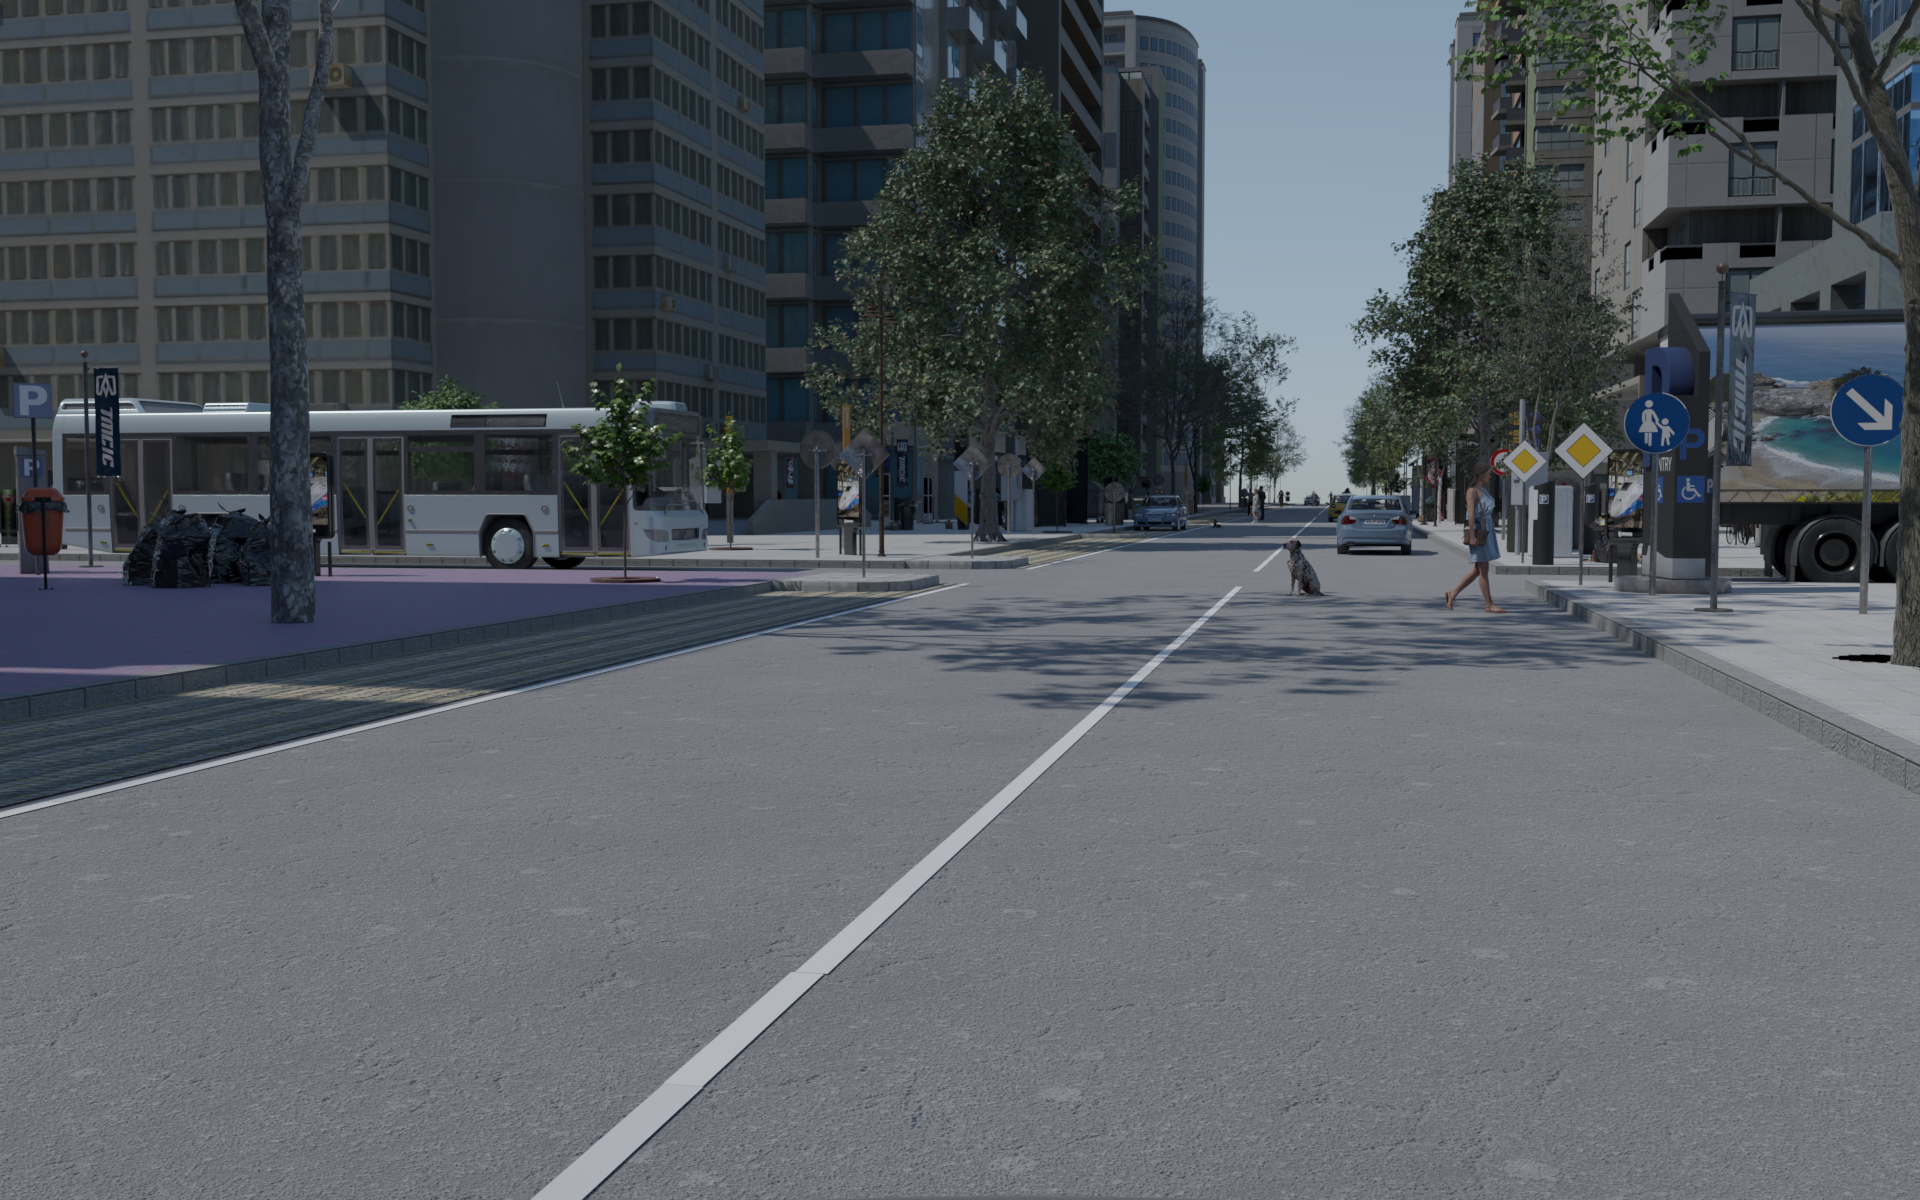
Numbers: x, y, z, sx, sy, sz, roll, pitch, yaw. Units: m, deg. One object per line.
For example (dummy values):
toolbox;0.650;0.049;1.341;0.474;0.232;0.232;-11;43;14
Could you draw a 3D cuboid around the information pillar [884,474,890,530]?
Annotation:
information pillar;-2.650;-3.516;61.973;0.304;2.012;0.304;0;4;-3

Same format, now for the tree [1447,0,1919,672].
tree;7.193;-5.326;12.842;9.928;11.665;9.643;0;3;0

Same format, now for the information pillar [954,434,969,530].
information pillar;0.046;-4.317;61.930;0.504;3.616;0.183;1;4;23

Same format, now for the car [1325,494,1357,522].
car;19.979;-4.867;89.801;2.015;1.641;3.980;1;4;11

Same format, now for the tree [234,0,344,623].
tree;-7.891;-9.787;15.908;12.611;20.169;13.585;0;3;0

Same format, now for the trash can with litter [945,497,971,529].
trash can with litter;-0.113;-3.178;63.342;1.055;1.170;0.624;0;4;1

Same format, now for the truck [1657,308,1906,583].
truck;16.912;-2.315;26.761;11.283;4.237;2.839;1;4;14

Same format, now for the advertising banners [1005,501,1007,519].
advertising banners;2.702;-5.669;88.873;0.090;3.025;2.074;-1;4;-19

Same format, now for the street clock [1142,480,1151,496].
street clock;9.260;-4.992;86.183;0.358;2.002;0.471;-2;4;-25

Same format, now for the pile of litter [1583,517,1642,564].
pile of litter;12.336;-1.138;32.575;1.176;0.858;1.719;1;4;8

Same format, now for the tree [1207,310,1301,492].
tree;29.509;-19.921;181.601;12.611;20.169;13.585;0;3;0

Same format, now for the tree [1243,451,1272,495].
tree;36.126;-15.988;211.769;4.737;8.622;4.395;0;3;0

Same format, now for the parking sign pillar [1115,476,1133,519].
parking sign pillar;8.501;-6.214;90.064;1.447;3.967;1.447;2;4;29

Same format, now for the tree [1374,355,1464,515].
tree;23.010;-8.252;85.280;4.737;8.622;4.395;0;3;0

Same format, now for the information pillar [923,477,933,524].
information pillar;-1.373;-4.238;73.785;0.304;2.012;0.304;2;4;35

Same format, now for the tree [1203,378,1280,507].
tree;27.723;-15.320;168.607;7.486;12.596;7.792;0;3;0

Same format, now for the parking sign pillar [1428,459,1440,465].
parking sign pillar;27.874;-6.958;102.240;1.447;3.967;1.447;0;4;-5

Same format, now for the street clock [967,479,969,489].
street clock;0.291;-4.696;81.349;0.358;2.002;0.471;0;4;3

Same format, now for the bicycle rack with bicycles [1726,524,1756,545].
bicycle rack with bicycles;19.740;-1.923;44.819;2.925;0.926;2.852;-3;5;-43

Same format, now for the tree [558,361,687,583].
tree;-4.962;-1.885;25.417;1.663;3.219;1.824;0;3;0

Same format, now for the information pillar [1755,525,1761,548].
information pillar;19.320;-2.269;41.588;0.304;2.012;0.304;0;4;7

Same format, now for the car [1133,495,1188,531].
car;7.940;-3.444;68.319;2.014;1.417;4.499;1;4;14

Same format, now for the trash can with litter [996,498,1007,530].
trash can with litter;1.980;-3.047;61.200;1.055;1.170;0.624;1;4;21

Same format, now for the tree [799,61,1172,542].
tree;0.774;-7.902;46.213;9.611;12.733;9.660;0;3;0

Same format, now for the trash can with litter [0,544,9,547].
trash can with litter;-23.719;-1.858;41.436;1.678;1.210;2.233;0;4;-6

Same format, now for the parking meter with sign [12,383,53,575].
parking meter with sign;-15.005;-1.943;28.022;0.543;3.016;1.738;-2;4;-30

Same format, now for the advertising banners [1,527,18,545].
advertising banners;-24.839;-2.919;43.912;2.074;3.025;0.090;0;4;2

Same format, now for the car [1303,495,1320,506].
car;42.445;-12.019;209.088;1.945;1.354;3.894;1;4;13

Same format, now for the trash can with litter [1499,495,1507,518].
trash can with litter;28.758;-4.924;91.566;1.678;1.210;2.233;-2;4;-33

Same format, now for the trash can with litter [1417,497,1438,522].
trash can with litter;21.333;-4.128;78.881;1.055;1.170;0.624;-3;5;-40

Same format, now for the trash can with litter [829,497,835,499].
trash can with litter;-5.604;-3.999;76.763;0.624;1.170;1.055;1;4;11

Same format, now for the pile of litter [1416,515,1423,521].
pile of litter;22.778;-4.290;84.098;1.719;0.858;1.176;-1;4;-19

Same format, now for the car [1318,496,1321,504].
car;49.287;-13.986;241.257;1.945;1.354;3.894;1;4;12

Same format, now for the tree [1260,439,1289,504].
tree;44.515;-18.027;245.109;4.360;8.622;3.978;0;3;0

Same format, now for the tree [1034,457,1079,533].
tree;3.097;-3.842;57.418;1.663;3.219;1.824;0;3;0

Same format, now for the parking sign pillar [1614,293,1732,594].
parking sign pillar;9.389;-2.095;22.719;1.447;3.967;1.447;0;4;5

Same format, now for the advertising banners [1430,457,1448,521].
advertising banners;22.794;-5.244;81.928;2.074;3.025;0.090;-3;5;-40

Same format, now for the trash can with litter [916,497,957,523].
trash can with litter;-1.111;-4.000;76.460;2.233;1.210;1.678;2;4;28

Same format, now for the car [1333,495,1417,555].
car;10.128;-1.852;42.283;2.014;1.417;4.499;1;4;14

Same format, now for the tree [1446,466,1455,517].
tree;26.805;-6.251;96.807;1.663;3.219;1.824;0;3;0

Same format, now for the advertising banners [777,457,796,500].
advertising banners;-8.320;-5.032;78.454;2.074;3.025;0.090;-2;4;-35

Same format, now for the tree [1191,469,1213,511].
tree;18.625;-8.490;133.414;1.663;3.219;1.824;0;3;0

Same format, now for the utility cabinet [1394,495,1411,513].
utility cabinet;26.510;-5.662;103.734;1.020;1.237;0.306;-2;4;-23

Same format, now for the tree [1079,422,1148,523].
tree;6.833;-5.796;78.481;4.285;4.588;4.351;0;3;0

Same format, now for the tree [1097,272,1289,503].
tree;11.892;-11.376;96.368;12.009;13.543;11.850;0;3;0

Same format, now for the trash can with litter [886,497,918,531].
trash can with litter;-2.045;-3.031;60.952;1.055;1.170;0.624;-2;4;-31

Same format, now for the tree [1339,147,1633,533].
tree;17.533;-8.587;57.413;9.611;12.733;9.660;0;3;0

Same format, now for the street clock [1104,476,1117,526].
street clock;6.085;-4.009;70.120;0.471;2.002;0.358;-2;4;-35

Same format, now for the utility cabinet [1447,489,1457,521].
utility cabinet;24.445;-4.647;84.658;0.318;1.500;1.173;-1;4;-21

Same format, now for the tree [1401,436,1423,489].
tree;21.077;-7.691;76.106;4.360;8.622;3.978;0;3;0

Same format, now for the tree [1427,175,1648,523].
tree;14.009;-5.550;41.105;4.360;8.622;3.978;0;3;0

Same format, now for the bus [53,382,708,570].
bus;-10.614;-2.326;32.897;13.247;3.499;2.948;1;4;13
